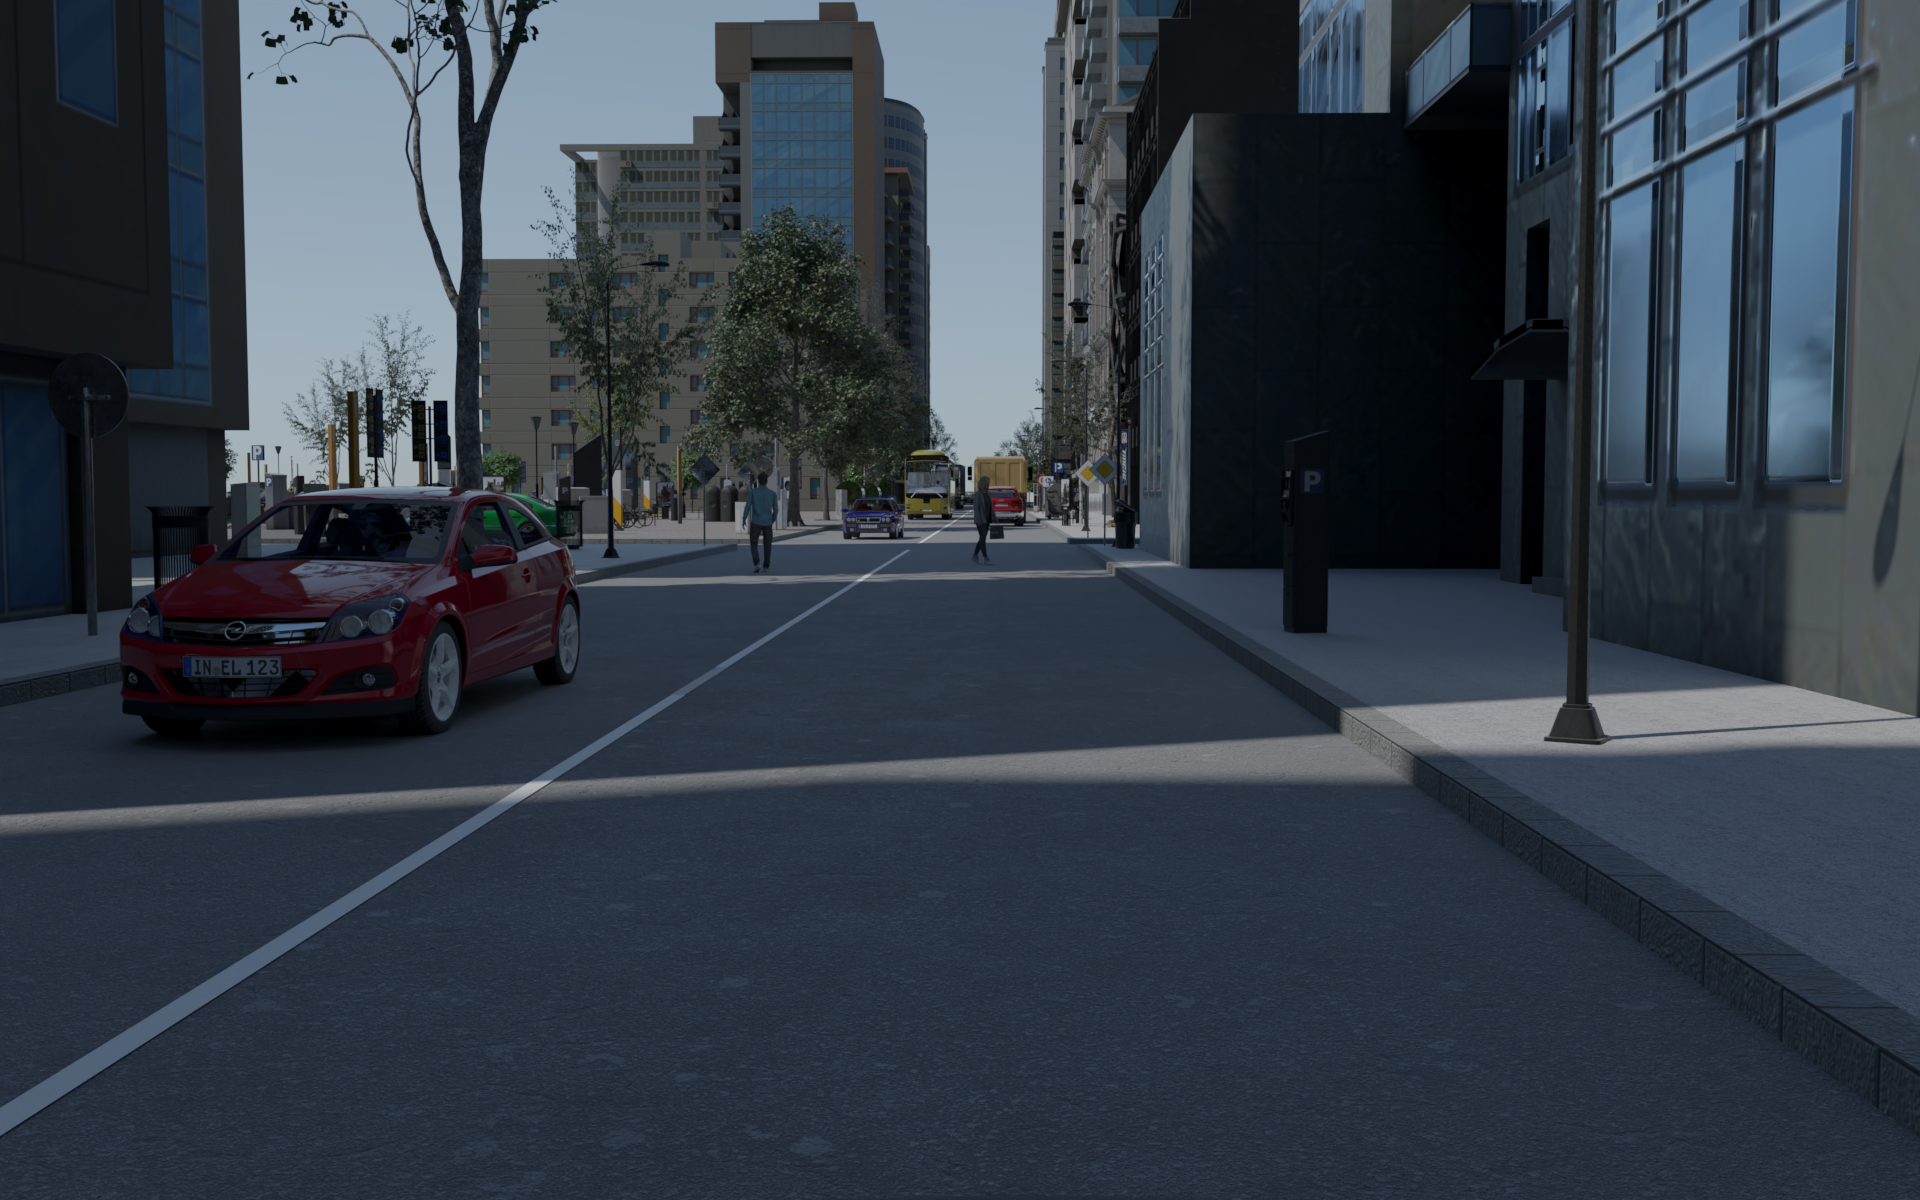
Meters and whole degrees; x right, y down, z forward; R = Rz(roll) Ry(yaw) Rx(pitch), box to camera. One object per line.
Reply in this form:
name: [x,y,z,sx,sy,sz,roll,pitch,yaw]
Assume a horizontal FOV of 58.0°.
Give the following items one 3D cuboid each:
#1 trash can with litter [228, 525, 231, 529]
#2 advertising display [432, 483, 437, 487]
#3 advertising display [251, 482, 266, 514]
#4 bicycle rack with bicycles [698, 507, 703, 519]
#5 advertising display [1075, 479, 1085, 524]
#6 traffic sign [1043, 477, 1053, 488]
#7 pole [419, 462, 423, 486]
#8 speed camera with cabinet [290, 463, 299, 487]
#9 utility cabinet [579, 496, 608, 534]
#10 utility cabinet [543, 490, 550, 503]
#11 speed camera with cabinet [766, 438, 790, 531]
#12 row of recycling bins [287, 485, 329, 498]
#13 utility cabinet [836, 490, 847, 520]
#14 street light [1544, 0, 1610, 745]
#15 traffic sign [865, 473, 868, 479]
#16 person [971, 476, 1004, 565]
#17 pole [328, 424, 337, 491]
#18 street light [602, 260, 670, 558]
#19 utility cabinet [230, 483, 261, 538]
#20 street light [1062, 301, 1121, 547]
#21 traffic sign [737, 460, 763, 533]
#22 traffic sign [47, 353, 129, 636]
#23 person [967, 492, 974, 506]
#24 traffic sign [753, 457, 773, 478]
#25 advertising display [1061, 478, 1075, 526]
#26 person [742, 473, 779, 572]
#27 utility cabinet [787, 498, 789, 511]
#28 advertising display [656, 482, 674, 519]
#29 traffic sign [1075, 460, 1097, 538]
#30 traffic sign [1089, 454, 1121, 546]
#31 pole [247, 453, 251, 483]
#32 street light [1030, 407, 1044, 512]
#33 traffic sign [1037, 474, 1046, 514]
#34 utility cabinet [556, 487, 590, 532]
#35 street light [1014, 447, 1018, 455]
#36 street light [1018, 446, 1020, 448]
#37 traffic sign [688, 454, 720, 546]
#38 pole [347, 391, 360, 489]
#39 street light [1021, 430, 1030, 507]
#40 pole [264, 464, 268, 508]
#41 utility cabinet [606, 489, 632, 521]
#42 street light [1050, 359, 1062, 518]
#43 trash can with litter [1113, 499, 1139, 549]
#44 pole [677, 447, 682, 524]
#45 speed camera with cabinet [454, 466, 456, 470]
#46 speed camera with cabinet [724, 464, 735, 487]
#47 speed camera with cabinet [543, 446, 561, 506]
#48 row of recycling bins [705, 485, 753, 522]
trash can with litter: [-27.071,-3.265,64.443,2.233,1.210,1.678,1,4,10]
advertising display: [-29.781,-5.749,99.209,0.123,1.923,0.974,2,4,35]
advertising display: [-36.927,-5.270,91.373,0.974,1.923,0.123,-2,4,-28]
bicycle rack with bicycles: [-12.067,-4.580,88.267,2.852,0.926,2.925,-2,4,-35]
advertising display: [5.179,-4.293,75.402,0.123,1.923,0.974,3,5,40]
traffic sign: [5.112,-6.008,100.365,0.606,2.300,0.079,0,4,7]
pole: [-26.099,-5.506,83.861,0.158,3.312,0.155,0,3,0]
speed camera with cabinet: [-43.321,-7.158,111.368,2.038,3.252,0.660,0,4,3]
utility cabinet: [-11.780,-2.745,56.038,1.020,1.237,0.306,-1,4,-16]
utility cabinet: [-20.090,-4.651,84.729,0.318,1.500,1.173,-2,4,-25]
speed camera with cabinet: [-6.605,-4.118,61.661,0.660,3.252,2.038,0,4,3]
row of recycling bins: [-28.738,-4.266,76.856,3.534,1.692,1.069,3,5,42]
utility cabinet: [-5.837,-4.697,85.483,0.318,1.500,1.173,-1,4,-18]
street light: [2.673,-2.222,8.866,1.470,5.913,1.316,0,4,1]
traffic sign: [-5.729,-6.456,105.555,0.884,2.594,0.081,0,4,5]
person: [0.517,-1.631,35.351,0.728,1.800,0.709,3,5,45]
pole: [-18.315,-3.469,50.569,0.158,3.312,0.155,0,3,0]
street light: [-6.469,-3.796,34.600,1.470,5.913,1.316,0,4,1]
utility cabinet: [-13.977,-1.542,33.884,0.318,1.500,1.173,-1,4,-10]
street light: [3.293,-4.239,41.844,1.470,5.913,1.316,0,4,1]
traffic sign: [-6.186,-2.901,51.067,0.795,2.450,0.064,0,4,1]
traffic sign: [-7.866,-0.950,15.633,0.768,2.556,0.104,0,4,5]
person: [1.474,-12.645,215.954,1.217,1.735,0.721,1,4,11]
traffic sign: [-6.826,-3.653,59.830,0.768,2.556,0.104,0,4,2]
advertising display: [4.265,-3.933,69.512,0.123,1.923,0.974,-1,4,-17]
person: [-3.649,-1.421,31.755,0.660,1.820,0.620,-1,4,-19]
utility cabinet: [-9.622,-5.292,97.689,1.020,1.237,0.306,-2,4,-27]
advertising display: [-15.150,-5.125,89.005,0.974,1.923,0.123,-2,4,-32]
traffic sign: [3.756,-2.886,50.831,0.795,2.450,0.064,0,4,1]
traffic sign: [3.582,-2.398,42.847,0.795,2.450,0.064,0,4,1]
pole: [-34.882,-5.577,85.027,0.158,3.312,0.155,0,3,0]
street light: [4.650,-7.358,92.837,1.470,5.913,1.316,0,4,1]
traffic sign: [5.357,-6.836,111.879,0.768,2.556,0.104,0,4,8]
utility cabinet: [-12.831,-2.984,57.463,0.318,1.500,1.173,3,4,38]
street light: [6.203,-11.998,168.715,1.470,5.913,1.316,0,4,1]
street light: [5.474,-9.976,135.644,1.470,5.913,1.316,0,4,1]
traffic sign: [-6.359,-2.412,43.083,0.795,2.450,0.064,0,4,1]
pole: [-12.027,-2.480,34.392,0.158,3.312,0.155,0,3,0]
street light: [5.327,-9.381,125.924,1.470,5.913,1.316,0,4,1]
pole: [-47.343,-7.607,118.214,0.158,3.312,0.155,0,3,0]
utility cabinet: [-16.203,-4.506,82.344,1.173,1.500,0.318,-3,4,-39]
street light: [3.810,-5.332,59.719,1.470,5.913,1.316,0,4,1]
trash can with litter: [4.128,-1.792,40.680,1.055,1.170,0.624,1,4,13]
pole: [-12.049,-4.930,74.451,0.158,3.312,0.155,0,3,0]
speed camera with cabinet: [-35.690,-7.813,122.071,0.660,3.252,2.038,-1,4,-9]
speed camera with cabinet: [-15.280,-7.254,112.946,0.660,3.252,2.038,1,4,16]
speed camera with cabinet: [-16.848,-4.763,72.218,0.660,3.252,2.038,0,4,1]
row of recycling bins: [-10.148,-4.442,79.741,3.534,1.692,1.069,1,4,16]
